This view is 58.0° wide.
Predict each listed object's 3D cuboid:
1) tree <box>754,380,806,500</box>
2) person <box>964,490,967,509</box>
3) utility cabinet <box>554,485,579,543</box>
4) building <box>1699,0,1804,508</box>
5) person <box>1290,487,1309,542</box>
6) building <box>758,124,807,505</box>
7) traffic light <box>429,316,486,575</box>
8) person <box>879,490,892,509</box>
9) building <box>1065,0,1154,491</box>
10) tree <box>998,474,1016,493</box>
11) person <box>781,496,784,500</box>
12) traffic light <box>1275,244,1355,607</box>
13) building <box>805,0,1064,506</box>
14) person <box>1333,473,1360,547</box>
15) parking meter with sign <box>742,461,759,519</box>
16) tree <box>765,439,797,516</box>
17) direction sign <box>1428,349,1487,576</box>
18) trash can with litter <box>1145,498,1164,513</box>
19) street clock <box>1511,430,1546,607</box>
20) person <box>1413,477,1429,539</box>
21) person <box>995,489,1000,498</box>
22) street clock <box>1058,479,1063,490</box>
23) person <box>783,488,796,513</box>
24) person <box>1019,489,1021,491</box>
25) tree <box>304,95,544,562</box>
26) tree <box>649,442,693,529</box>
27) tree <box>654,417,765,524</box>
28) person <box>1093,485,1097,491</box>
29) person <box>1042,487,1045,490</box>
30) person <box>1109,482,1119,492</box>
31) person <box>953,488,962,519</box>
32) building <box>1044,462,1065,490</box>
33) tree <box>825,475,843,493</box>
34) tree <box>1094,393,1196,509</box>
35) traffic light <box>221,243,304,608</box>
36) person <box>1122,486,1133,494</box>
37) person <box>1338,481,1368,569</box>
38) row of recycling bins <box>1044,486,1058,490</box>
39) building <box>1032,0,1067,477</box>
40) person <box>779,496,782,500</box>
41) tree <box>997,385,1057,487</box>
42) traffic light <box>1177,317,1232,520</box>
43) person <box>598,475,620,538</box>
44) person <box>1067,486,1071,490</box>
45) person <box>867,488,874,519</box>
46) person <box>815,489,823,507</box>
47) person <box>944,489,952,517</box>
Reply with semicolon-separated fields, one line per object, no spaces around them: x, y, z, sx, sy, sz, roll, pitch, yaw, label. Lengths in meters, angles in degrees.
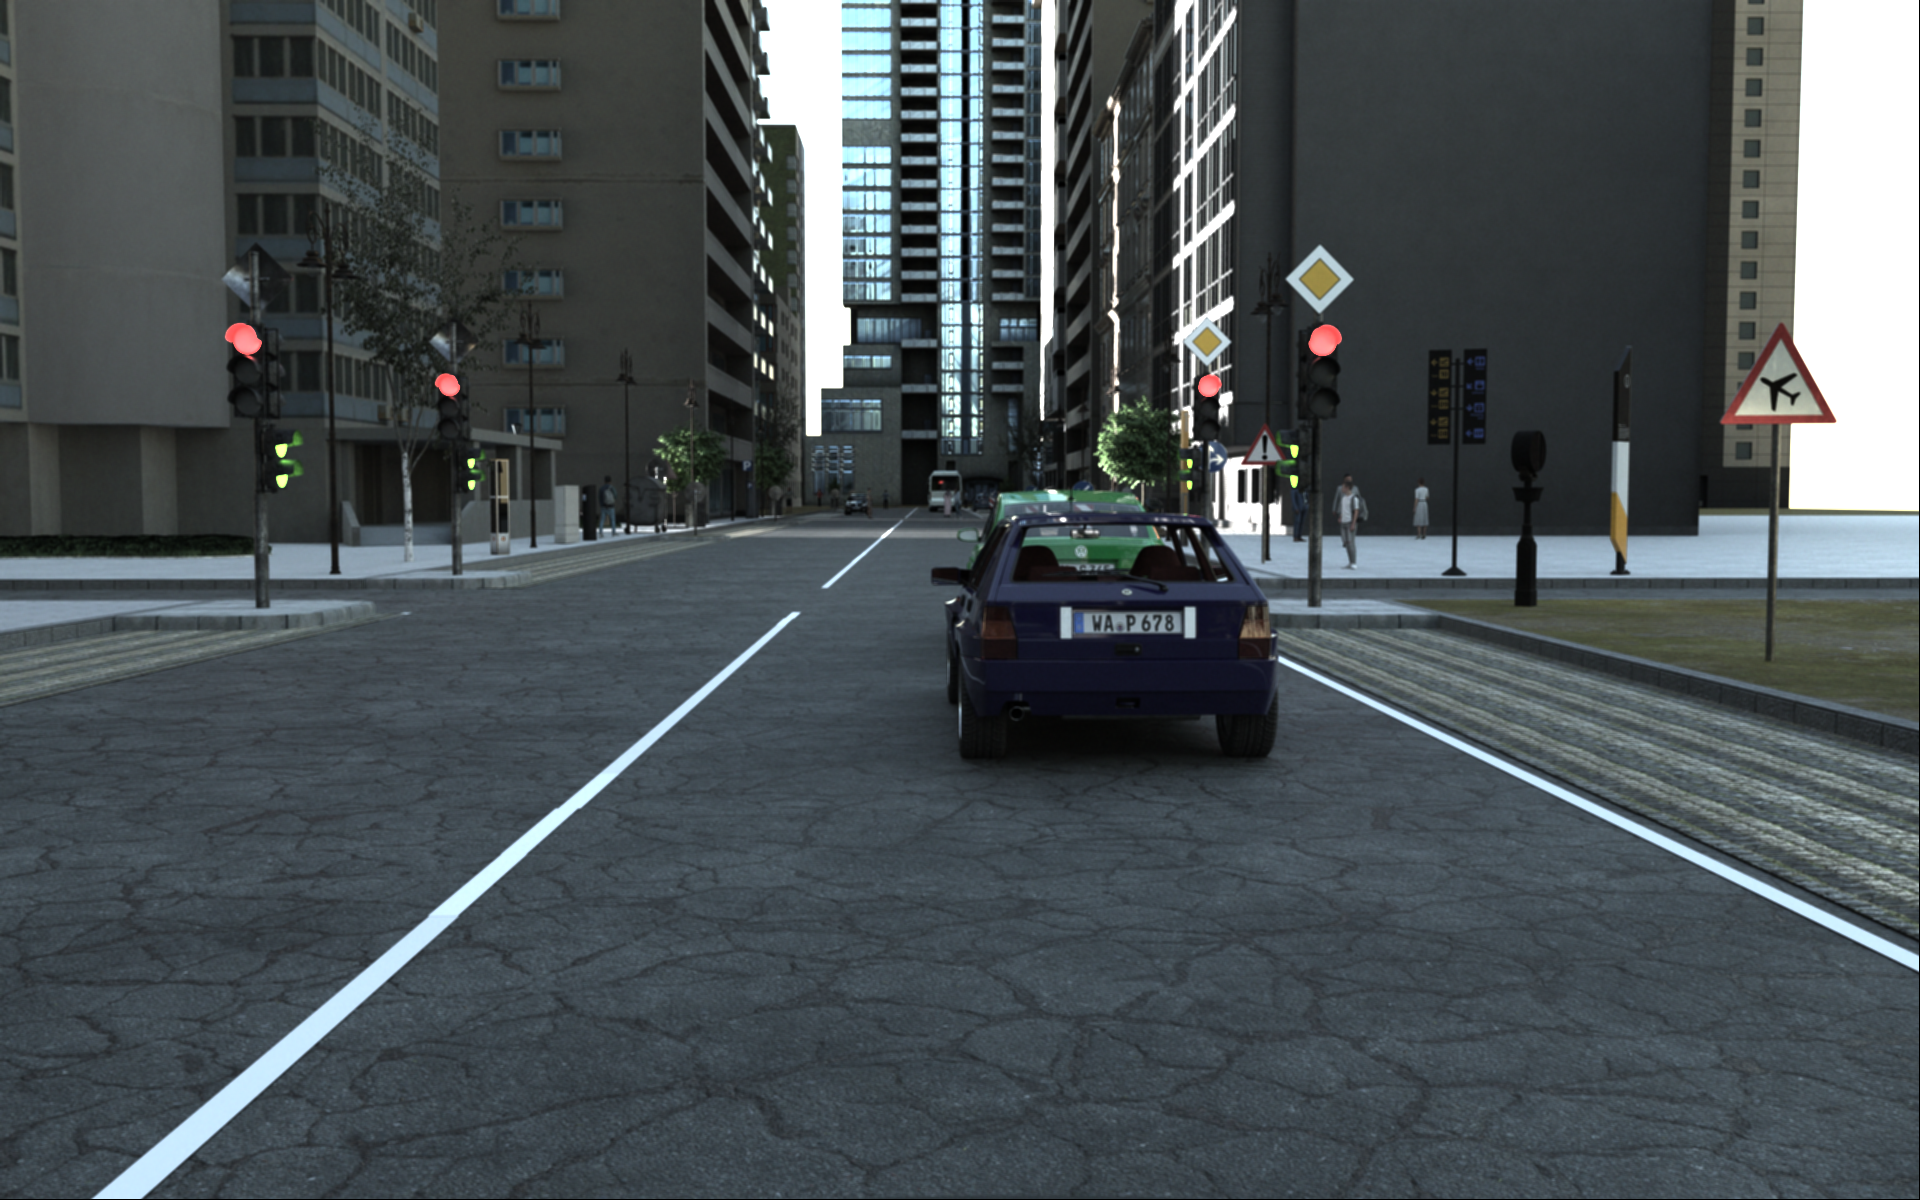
-11.777;-9.742;109.648;4.360;8.622;3.978;0;3;0;tree
0.539;-9.992;171.848;0.705;1.826;1.348;0;4;-4;person
-10.202;-2.215;44.891;0.318;1.500;1.173;0;4;5;utility cabinet
65.157;-44.479;165.477;20.611;71.187;20.563;0;4;-1;building
9.161;-2.480;46.777;0.419;1.800;0.721;3;5;44;person
-24.613;-31.251;194.542;14.086;41.232;14.154;0;4;-1;building
-7.966;-2.353;27.388;0.839;4.253;0.868;0;4;-1;traffic light
-7.067;-9.570;164.955;1.348;1.826;0.705;0;4;6;person
18.497;-30.070;115.343;21.300;48.544;21.600;0;4;-1;building
4.404;-10.388;164.437;1.663;3.219;1.824;0;3;0;tree
-11.991;-6.709;116.252;0.721;1.766;1.217;-1;4;-16;person
4.018;-1.877;19.603;0.839;4.253;0.868;0;4;-1;traffic light
-1.635;-54.174;198.416;31.000;86.520;22.319;0;4;-1;building
9.373;-2.176;41.887;0.678;1.792;0.850;0;4;3;person
-10.964;-5.795;91.015;0.543;3.016;1.738;0;4;7;parking meter with sign
-11.328;-7.223;101.807;4.285;4.588;4.351;0;3;0;tree
7.792;-2.153;27.203;0.876;3.537;0.379;1;4;20;direction sign
5.916;-2.466;51.704;0.624;1.170;1.055;-1;4;-16;trash can with litter
6.489;-0.932;19.809;0.358;2.002;0.471;3;5;40;street clock
13.074;-2.607;49.240;0.480;1.755;0.524;-2;4;-23;person
3.735;-10.236;173.499;1.348;1.812;0.705;-1;4;-23;person
4.806;-4.800;83.050;0.358;2.002;0.471;0;4;4;street clock
-11.716;-6.822;118.363;1.217;1.735;0.721;1;4;23;person
5.436;-9.163;156.418;0.990;1.755;0.434;1;4;14;person
-10.258;-5.017;32.391;4.360;8.622;3.978;0;3;0;tree
-10.786;-4.281;64.595;1.663;3.219;1.824;0;3;0;tree
-11.411;-5.498;73.613;4.285;4.588;4.351;0;3;0;tree
6.984;-5.046;89.219;0.731;1.740;0.598;2;4;26;person
6.396;-7.757;132.856;1.348;1.826;0.705;3;5;44;person
6.571;-4.082;72.979;0.583;1.804;0.606;-3;5;-40;person
-0.126;-5.529;99.163;0.793;1.790;0.793;3;4;37;person
17.613;-42.687;136.183;20.563;71.187;20.611;0;4;-1;building
-12.396;-10.825;171.587;1.663;3.219;1.824;0;3;0;tree
5.972;-4.441;56.319;4.285;4.588;4.351;0;3;0;tree
-7.842;-1.864;19.404;0.839;4.253;0.868;0;4;-1;traffic light
7.234;-4.173;74.367;0.635;1.810;0.391;3;4;37;person
6.716;-1.292;29.759;0.503;1.515;0.523;3;5;39;person
5.095;-5.402;95.430;1.069;1.692;3.534;0;4;2;row of recycling bins
21.737;-34.959;160.820;28.713;52.752;27.495;0;4;-1;building
-11.765;-6.364;111.563;0.593;1.643;0.415;-2;4;-35;person
4.669;-10.123;115.869;4.360;8.622;3.978;0;3;0;tree
3.894;-2.365;27.587;0.839;4.253;0.868;0;4;-1;traffic light
-10.290;-2.715;50.423;0.794;1.824;0.713;2;4;33;person
5.772;-5.229;92.377;0.563;1.720;0.643;-1;4;-22;person
-5.205;-5.605;100.485;0.374;1.781;0.599;-1;4;-9;person
-14.467;-10.519;177.959;0.705;1.831;1.348;-3;5;-40;person
-0.743;-6.024;107.653;0.551;1.740;0.621;-1;4;-11;person
